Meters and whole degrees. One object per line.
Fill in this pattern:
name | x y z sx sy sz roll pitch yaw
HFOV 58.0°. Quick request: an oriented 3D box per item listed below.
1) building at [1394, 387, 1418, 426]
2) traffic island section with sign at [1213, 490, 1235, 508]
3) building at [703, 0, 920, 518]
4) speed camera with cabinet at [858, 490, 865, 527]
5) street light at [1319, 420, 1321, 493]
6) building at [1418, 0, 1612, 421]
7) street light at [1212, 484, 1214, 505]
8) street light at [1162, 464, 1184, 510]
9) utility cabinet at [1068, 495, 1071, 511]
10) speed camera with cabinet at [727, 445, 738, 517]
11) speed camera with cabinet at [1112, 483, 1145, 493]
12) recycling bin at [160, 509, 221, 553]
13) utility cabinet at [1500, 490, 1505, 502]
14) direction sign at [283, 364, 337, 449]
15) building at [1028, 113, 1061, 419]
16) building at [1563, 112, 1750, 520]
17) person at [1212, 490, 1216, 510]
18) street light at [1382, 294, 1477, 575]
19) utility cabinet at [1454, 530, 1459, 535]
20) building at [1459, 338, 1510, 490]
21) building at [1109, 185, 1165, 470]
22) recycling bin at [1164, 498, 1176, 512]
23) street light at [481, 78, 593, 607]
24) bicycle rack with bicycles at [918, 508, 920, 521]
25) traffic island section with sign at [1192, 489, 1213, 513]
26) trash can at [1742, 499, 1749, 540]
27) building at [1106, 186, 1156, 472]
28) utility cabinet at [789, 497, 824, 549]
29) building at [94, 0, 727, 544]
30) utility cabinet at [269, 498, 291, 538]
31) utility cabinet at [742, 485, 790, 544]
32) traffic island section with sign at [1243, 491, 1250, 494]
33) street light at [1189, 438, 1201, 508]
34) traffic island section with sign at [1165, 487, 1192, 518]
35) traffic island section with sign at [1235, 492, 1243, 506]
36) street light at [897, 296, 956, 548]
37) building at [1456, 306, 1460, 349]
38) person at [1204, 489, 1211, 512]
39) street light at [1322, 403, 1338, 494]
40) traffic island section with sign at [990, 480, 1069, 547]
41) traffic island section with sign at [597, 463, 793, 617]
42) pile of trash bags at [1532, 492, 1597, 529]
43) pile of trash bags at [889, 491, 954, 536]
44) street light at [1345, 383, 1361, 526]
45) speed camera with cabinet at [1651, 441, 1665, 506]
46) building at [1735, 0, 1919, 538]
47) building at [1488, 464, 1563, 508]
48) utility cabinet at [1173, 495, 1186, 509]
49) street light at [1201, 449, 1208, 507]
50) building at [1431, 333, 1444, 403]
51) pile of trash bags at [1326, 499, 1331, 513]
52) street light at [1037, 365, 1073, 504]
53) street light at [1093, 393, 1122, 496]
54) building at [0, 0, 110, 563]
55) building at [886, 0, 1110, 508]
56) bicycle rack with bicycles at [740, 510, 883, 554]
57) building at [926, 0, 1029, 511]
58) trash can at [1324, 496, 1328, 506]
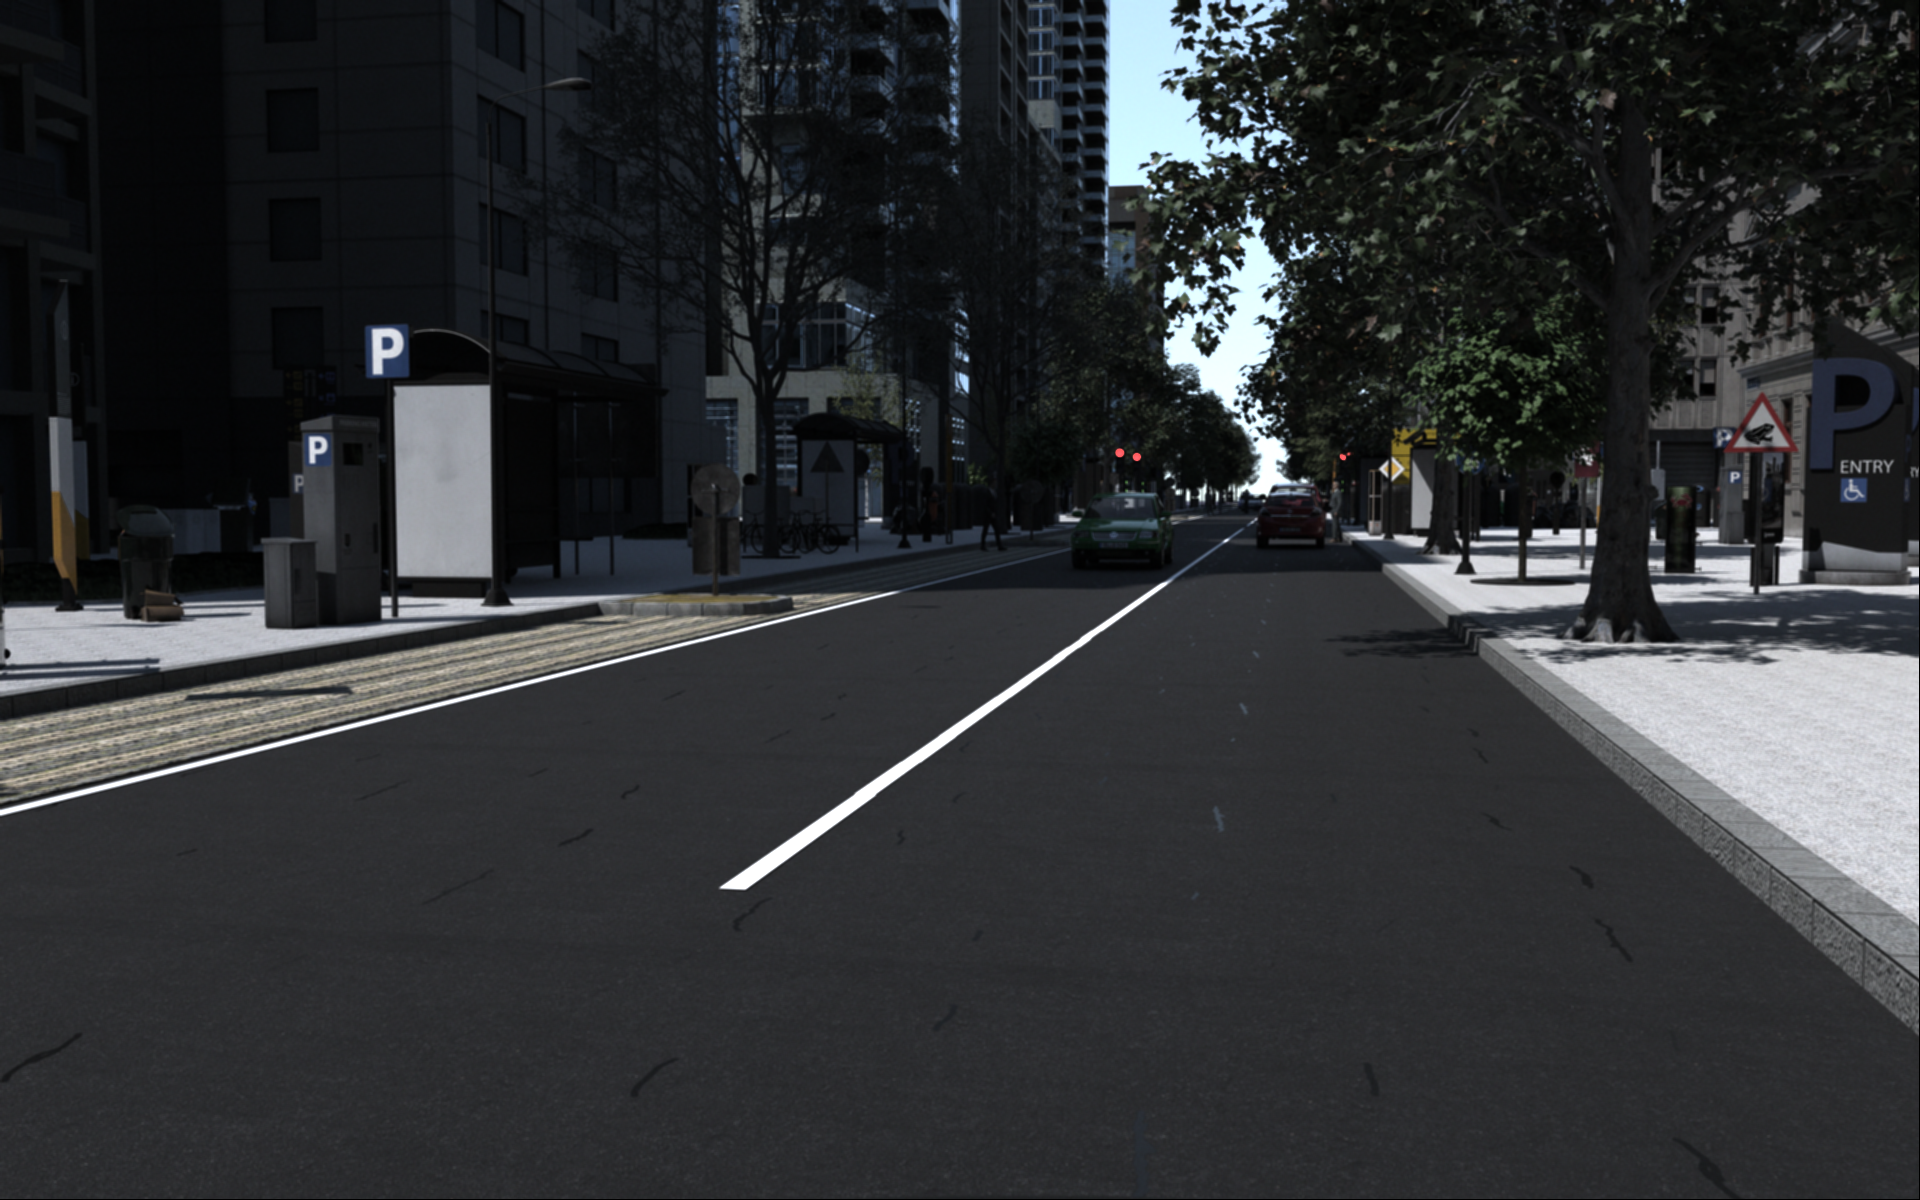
building | 72.688 -35.592 265.531 14.154 41.232 14.086 1 4 11
traffic island section with sign | 26.866 -10.315 177.282 1.989 1.847 2.006 1 4 11
building | -11.302 -48.623 107.661 22.319 86.520 31.000 1 4 11
speed camera with cabinet | -4.491 -4.485 67.665 0.660 3.252 2.038 -3 4 -36
street light | 18.985 -7.050 87.804 1.470 5.913 1.316 1 4 11
building | 63.170 -40.038 196.624 21.231 58.520 28.212 1 4 11
street light | 25.203 -12.460 176.262 1.470 5.913 1.316 1 4 11
street light | 14.894 -9.169 122.462 1.470 5.913 1.316 1 4 11
utility cabinet | 7.989 -7.120 127.569 0.306 1.237 1.020 0 4 7
speed camera with cabinet | -9.384 -4.642 70.230 0.660 3.252 2.038 0 4 -3
speed camera with cabinet | 10.362 -6.868 106.624 2.038 3.252 0.660 -2 4 -26
recycling bin | -12.752 -0.984 28.635 0.722 1.027 0.722 1 4 22
utility cabinet | 30.945 -5.552 99.452 1.173 1.500 0.318 0 4 3
direction sign | -11.370 -2.348 30.390 0.876 3.537 0.379 -2 4 -28
building | -3.846 -29.271 170.465 32.217 40.220 23.993 1 4 11
building | 42.755 -16.609 89.579 19.932 24.808 12.078 1 4 11
person | 23.519 -9.282 160.291 0.705 1.821 1.348 0 4 3
street light | 7.561 -3.371 27.657 1.470 5.913 1.316 1 4 11
utility cabinet | 15.705 -2.676 54.912 0.306 1.237 1.020 1 4 14
building | 46.773 -18.017 136.382 13.314 21.916 24.055 1 4 11
building | 21.003 -39.852 275.280 21.300 48.544 21.600 1 4 11
recycling bin | 15.307 -6.985 126.762 0.722 1.027 0.722 3 5 41
street light | -4.789 -2.879 19.616 1.470 5.913 1.316 1 4 11
bicycle rack with bicycles | -1.537 -3.257 66.639 2.925 0.926 2.852 -1 4 -10
traffic island section with sign | 17.526 -7.341 128.648 1.989 1.847 2.006 1 4 11
trash can | 22.324 -2.286 49.033 0.748 1.137 0.748 0 3 0
building | 21.495 -37.084 256.427 14.600 45.320 14.200 1 4 11
utility cabinet | -3.621 -1.823 40.974 0.306 1.237 1.020 -3 5 -40
building | -20.515 -37.592 52.878 20.611 71.187 20.563 1 4 11
utility cabinet | -10.995 -1.064 28.550 1.020 1.237 0.306 3 5 42
utility cabinet | -4.920 -2.154 43.900 1.173 1.500 0.318 -2 4 -24
traffic island section with sign | 42.320 -15.241 257.824 1.989 1.847 2.006 1 4 11
street light | 18.934 -10.461 143.574 1.470 5.913 1.316 1 4 11
traffic island section with sign | 12.448 -5.721 102.173 1.989 1.847 2.006 1 4 11
traffic island section with sign | 31.982 -11.943 203.897 1.989 1.847 2.006 1 4 11
street light | -0.785 -4.171 40.736 1.470 5.913 1.316 1 4 11
building | 52.699 -23.935 163.033 14.160 30.474 14.107 1 4 11
person | 18.942 -7.585 132.496 0.713 1.824 0.794 -1 4 -12
street light | 15.477 -5.956 69.914 1.470 5.913 1.316 1 4 11
traffic island section with sign | 1.965 -2.382 47.576 1.989 1.847 2.006 1 4 11
traffic island section with sign | -3.123 -0.763 21.104 1.989 1.847 2.006 1 4 11
pile of trash bags | 22.140 -3.358 64.650 3.447 1.369 1.912 -3 4 -36
pile of trash bags | -1.112 -2.753 54.761 1.912 1.369 3.447 -1 4 -10
street light | 11.565 -4.663 48.777 1.470 5.913 1.316 1 4 11
speed camera with cabinet | 25.570 -4.315 64.882 0.660 3.252 2.038 -1 4 -10
building | 28.620 -12.791 45.291 11.583 22.565 21.152 1 4 11
building | 43.098 -19.509 112.478 14.314 27.812 24.014 1 4 11
utility cabinet | 18.729 -8.361 147.867 1.020 1.237 0.306 1 4 21
street light | 21.179 -11.153 154.886 1.470 5.913 1.316 1 4 11
building | 55.843 -32.187 176.363 14.600 45.320 14.200 1 4 11
pile of trash bags | 26.852 -6.692 119.160 1.912 1.369 3.447 -3 5 -44
street light | 3.346 -5.485 62.226 1.470 5.913 1.316 1 4 11
street light | 6.741 -6.563 79.839 1.470 5.913 1.316 1 4 11
building | -27.632 -22.586 23.909 22.147 44.769 28.867 1 4 11
building | 6.351 -53.971 195.091 22.319 86.520 31.000 1 4 11
bicycle rack with bicycles | -3.503 -1.507 38.028 2.852 0.926 2.925 -3 5 -42
building | -3.025 -42.976 140.902 20.563 71.187 20.611 1 4 11
trash can | 29.223 -7.696 137.477 0.748 1.137 0.748 0 3 0
